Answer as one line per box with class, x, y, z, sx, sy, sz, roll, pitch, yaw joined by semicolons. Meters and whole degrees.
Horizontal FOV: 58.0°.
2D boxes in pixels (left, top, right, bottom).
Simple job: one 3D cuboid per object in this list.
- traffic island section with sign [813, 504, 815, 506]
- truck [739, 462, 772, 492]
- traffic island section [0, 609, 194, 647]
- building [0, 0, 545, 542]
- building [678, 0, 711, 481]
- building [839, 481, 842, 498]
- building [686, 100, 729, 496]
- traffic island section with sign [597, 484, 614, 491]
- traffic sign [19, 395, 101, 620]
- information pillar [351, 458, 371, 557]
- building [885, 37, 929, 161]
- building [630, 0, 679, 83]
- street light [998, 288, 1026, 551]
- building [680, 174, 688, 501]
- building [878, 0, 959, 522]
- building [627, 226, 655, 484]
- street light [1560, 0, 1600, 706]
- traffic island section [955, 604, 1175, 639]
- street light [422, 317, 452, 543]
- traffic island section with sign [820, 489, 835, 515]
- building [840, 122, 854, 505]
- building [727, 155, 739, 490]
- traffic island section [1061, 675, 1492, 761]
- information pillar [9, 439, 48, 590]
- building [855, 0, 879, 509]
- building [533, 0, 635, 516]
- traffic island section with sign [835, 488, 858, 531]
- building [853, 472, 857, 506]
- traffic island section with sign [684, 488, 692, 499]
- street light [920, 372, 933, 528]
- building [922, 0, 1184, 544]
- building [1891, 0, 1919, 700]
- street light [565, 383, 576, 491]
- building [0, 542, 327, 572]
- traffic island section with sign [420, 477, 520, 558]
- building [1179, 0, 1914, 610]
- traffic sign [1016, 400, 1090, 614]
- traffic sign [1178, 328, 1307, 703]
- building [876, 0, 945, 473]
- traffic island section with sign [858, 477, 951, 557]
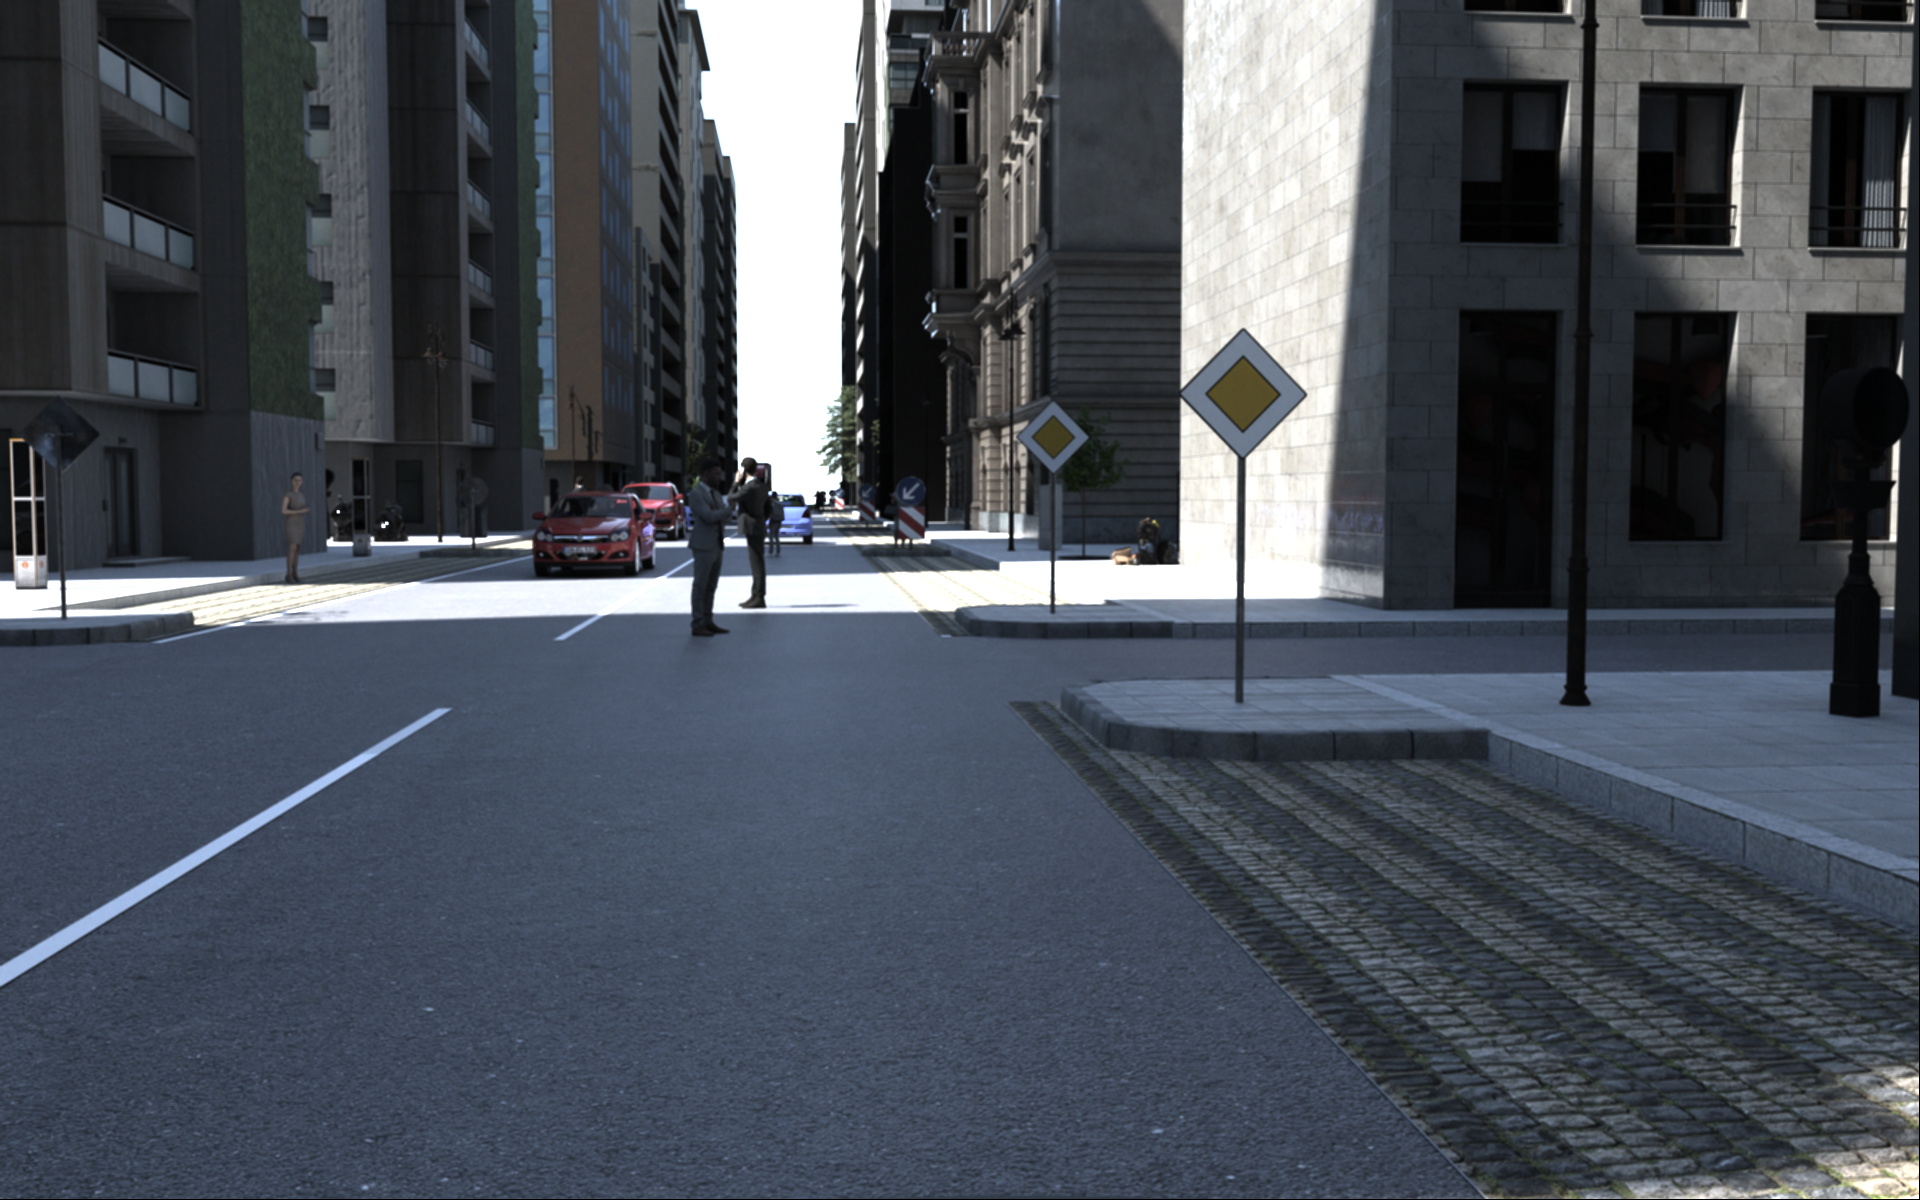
traffic island section with sign;-15.813;-11.703;199.978;1.989;1.847;2.006;0;4;-5
truck;-18.258;-10.144;154.768;2.839;4.237;11.283;0;4;-3
traffic island section;-9.184;0.279;17.713;2.009;0.180;2.903;0;4;-5
building;-21.909;-22.787;56.159;14.154;41.232;14.086;0;4;-5
building;-41.827;-36.587;187.430;28.713;52.752;27.495;0;4;-5
building;-0.657;-33.561;240.602;32.217;40.220;23.993;0;4;-5
building;-40.163;-36.032;212.830;21.300;48.544;21.600;0;4;-5
traffic island section with sign;-13.691;-3.572;67.028;1.989;1.847;2.006;0;4;-5
traffic sign;-9.161;-0.857;17.654;0.795;2.450;0.064;0;4;-5
information pillar;-12.297;-1.900;35.563;0.304;2.012;0.304;0;4;-5
building;2.018;-20.945;114.159;14.160;30.474;14.107;0;4;-5
building;-32.522;-30.970;130.068;21.300;48.544;21.600;0;4;-5
street light;1.159;-4.047;38.951;0.468;5.910;1.993;0;4;-5
building;-31.108;-23.080;149.060;14.160;30.474;14.107;0;4;-5
building;2.444;-15.694;86.282;12.332;23.373;15.834;0;4;-5
building;-33.855;-15.928;105.466;27.650;21.520;28.899;0;4;-5
street light;3.752;-2.299;10.383;0.468;5.910;1.993;0;4;-5
traffic island section;1.016;0.223;18.633;2.009;0.180;2.903;0;4;-5
street light;-13.702;-4.446;45.479;0.468;5.910;1.993;0;4;-5
traffic island section with sign;-8.308;-6.661;117.538;1.989;1.847;2.006;0;4;-5
building;-3.999;-36.254;216.455;21.300;48.544;21.600;0;4;-5
building;-41.223;-37.362;234.572;21.300;48.544;21.600;0;4;-5
traffic island section;1.739;0.710;10.680;2.009;0.180;2.903;0;4;-5
information pillar;-12.496;-1.147;23.252;0.304;2.012;0.304;0;3;0
building;1.430;-32.740;159.004;21.300;48.544;21.600;0;4;-5
building;-22.554;-26.181;78.169;14.600;45.320;14.200;0;4;-5
traffic island section with sign;-3.752;-3.599;67.468;1.989;1.847;2.006;0;4;-5
building;-1.819;-46.272;194.795;20.563;71.187;20.611;0;4;-5
traffic island section with sign;-18.157;-6.581;116.223;1.989;1.847;2.006;0;4;-5
street light;-1.281;-5.698;65.949;0.468;5.910;1.993;0;4;-5
building;6.019;-14.783;60.786;14.460;24.649;34.723;0;4;-5
building;17.504;-23.021;0.102;21.300;48.544;21.600;0;4;-5
street light;-16.202;-6.103;72.579;0.468;5.910;1.993;0;4;-5
building;-20.383;-21.166;29.661;14.154;41.232;14.086;0;4;-5
traffic island section with sign;-11.198;-1.902;39.728;1.989;1.847;2.006;0;4;-5
building;12.574;-10.376;24.398;16.860;20.320;10.420;0;4;-5
traffic sign;0.993;-0.912;18.553;0.795;2.450;0.064;0;4;-5
traffic sign;1.717;-0.426;10.601;0.795;2.450;0.064;0;4;-5
building;7.431;-33.369;134.817;28.713;52.752;27.495;0;4;-5
traffic island section with sign;-1.288;-1.932;40.224;1.989;1.847;2.006;0;4;-5
